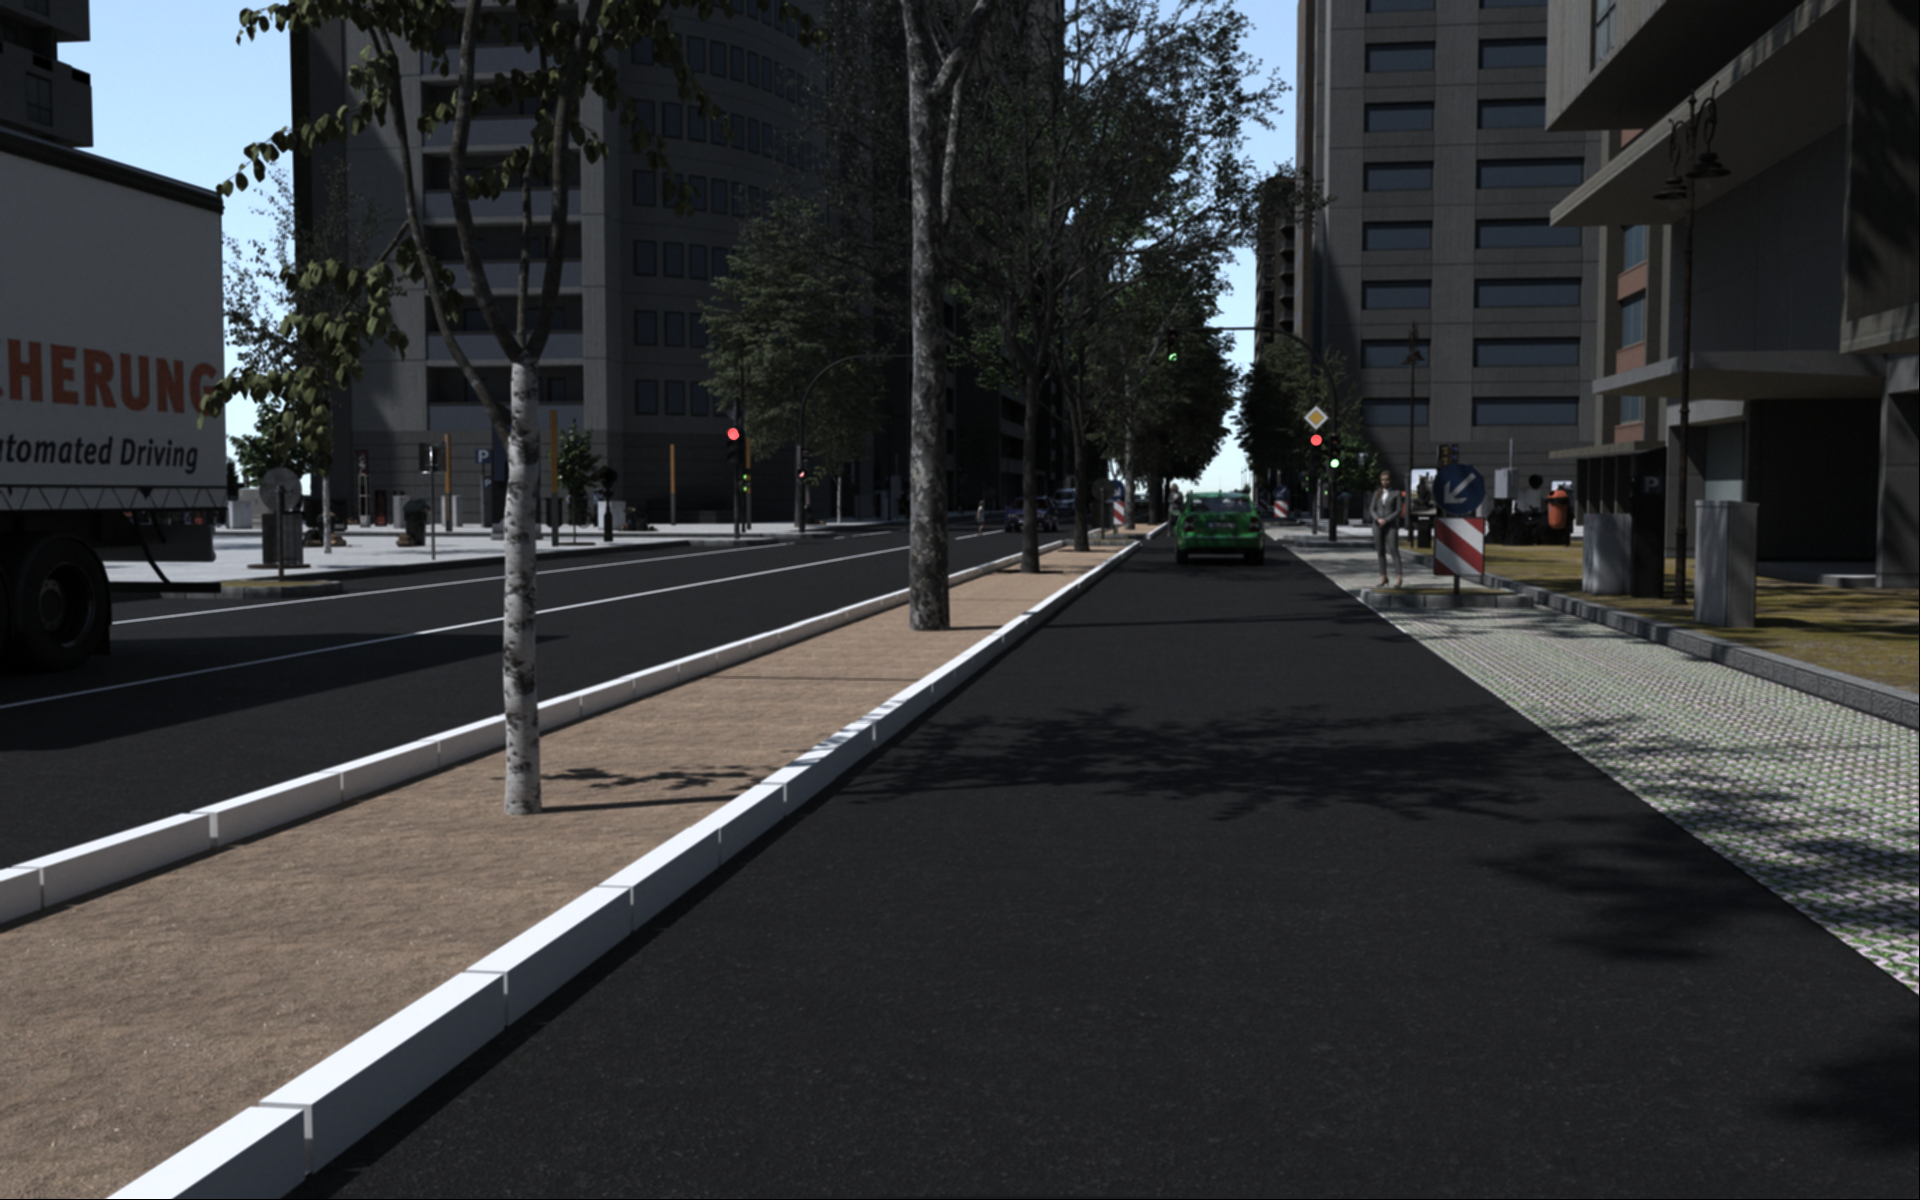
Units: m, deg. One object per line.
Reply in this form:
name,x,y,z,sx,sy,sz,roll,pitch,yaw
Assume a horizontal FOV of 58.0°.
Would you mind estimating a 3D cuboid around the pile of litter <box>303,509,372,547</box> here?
pile of litter,-15.573,-1.739,42.395,1.719,0.858,1.176,1,4,15

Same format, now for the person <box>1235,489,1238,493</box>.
person,20.392,-7.266,127.568,0.850,1.792,0.678,-1,4,-10

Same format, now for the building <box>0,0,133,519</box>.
building,-57.521,-29.882,77.806,27.495,52.752,28.713,1,4,8

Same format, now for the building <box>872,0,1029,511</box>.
building,-6.003,-31.808,143.770,21.300,48.544,21.600,1,4,8

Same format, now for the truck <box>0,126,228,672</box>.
truck,-8.805,-1.339,10.805,2.839,4.237,11.283,0,4,8

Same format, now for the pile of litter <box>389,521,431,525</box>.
pile of litter,-23.089,-3.579,72.484,1.719,0.858,1.176,0,4,-5

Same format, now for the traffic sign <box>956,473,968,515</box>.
traffic sign,0.107,-6.482,106.080,0.768,2.556,0.104,1,4,15

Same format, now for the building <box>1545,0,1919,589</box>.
building,23.331,-26.315,19.491,28.713,52.752,27.495,1,4,8

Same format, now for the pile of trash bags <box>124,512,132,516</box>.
pile of trash bags,-53.017,-6.246,111.871,3.447,1.369,1.912,-1,4,-21

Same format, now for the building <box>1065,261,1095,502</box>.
building,2.922,-34.127,249.865,32.217,40.220,23.993,1,4,8

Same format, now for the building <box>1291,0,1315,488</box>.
building,34.993,-30.145,142.975,14.600,45.320,14.200,1,4,8

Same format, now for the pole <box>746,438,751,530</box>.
pole,-7.641,-4.205,62.598,0.158,3.312,0.155,0,3,0

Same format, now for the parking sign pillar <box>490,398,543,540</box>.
parking sign pillar,-12.472,-3.680,48.642,1.447,3.967,1.447,0,4,-7

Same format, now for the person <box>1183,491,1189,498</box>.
person,24.139,-10.660,183.316,1.217,1.766,0.721,1,4,20

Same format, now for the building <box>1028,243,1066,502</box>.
building,4.503,-26.007,196.916,14.160,30.474,14.107,1,4,8

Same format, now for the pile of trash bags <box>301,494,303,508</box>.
pile of trash bags,-38.352,-5.768,104.054,3.447,1.369,1.912,-3,5,-42

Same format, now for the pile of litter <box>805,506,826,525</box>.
pile of litter,-6.238,-3.594,72.720,1.176,0.858,1.719,-1,4,-17

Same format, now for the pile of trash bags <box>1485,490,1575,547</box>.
pile of trash bags,14.398,-2.047,43.225,1.912,1.369,3.447,0,4,-2

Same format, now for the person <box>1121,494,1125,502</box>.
person,9.686,-5.732,102.028,0.655,1.846,0.447,-2,4,-32

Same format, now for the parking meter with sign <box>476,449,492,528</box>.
parking meter with sign,-18.228,-4.305,66.652,0.543,3.016,1.738,-1,4,-22

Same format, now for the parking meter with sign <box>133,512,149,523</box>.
parking meter with sign,-35.968,-4.929,76.845,0.543,3.016,1.738,1,4,16

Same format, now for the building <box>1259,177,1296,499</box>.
building,51.869,-35.414,233.639,22.147,44.769,28.867,1,4,8

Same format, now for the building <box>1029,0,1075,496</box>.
building,5.197,-48.187,226.104,20.563,71.187,20.611,1,4,8

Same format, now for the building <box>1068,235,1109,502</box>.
building,15.572,-35.716,267.558,14.154,41.232,14.086,1,4,8

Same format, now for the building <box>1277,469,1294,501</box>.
building,40.300,-44.095,159.197,20.563,71.187,20.611,1,4,8

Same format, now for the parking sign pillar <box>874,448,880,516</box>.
parking sign pillar,-4.970,-6.919,101.601,1.447,3.967,1.447,-1,4,-10

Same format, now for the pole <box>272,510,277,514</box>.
pole,-26.287,-4.434,66.340,0.158,3.312,0.155,0,3,0

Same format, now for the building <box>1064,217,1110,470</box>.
building,16.906,-38.617,281.504,14.600,45.320,14.200,1,4,8

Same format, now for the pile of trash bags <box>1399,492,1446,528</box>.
pile of trash bags,17.133,-3.356,64.626,1.912,1.369,3.447,3,4,36

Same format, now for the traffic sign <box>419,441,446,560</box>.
traffic sign,-10.271,-1.933,33.730,0.606,2.300,0.079,1,4,18

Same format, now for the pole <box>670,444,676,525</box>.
pole,-11.797,-4.733,71.228,0.158,3.312,0.155,0,3,0

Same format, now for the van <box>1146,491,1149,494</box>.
van,22.675,-12.116,205.102,2.013,2.044,4.112,0,4,7

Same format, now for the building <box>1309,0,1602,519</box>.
building,31.334,-34.169,100.659,21.231,58.520,28.212,1,4,8

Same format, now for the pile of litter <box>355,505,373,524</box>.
pile of litter,-25.454,-3.606,72.917,1.176,0.858,1.719,3,4,39

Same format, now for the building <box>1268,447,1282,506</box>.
building,45.077,-53.317,184.408,22.319,86.520,31.000,1,4,8

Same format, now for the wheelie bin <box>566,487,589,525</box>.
wheelie bin,-15.622,-3.857,70.963,0.693,1.594,0.980,3,5,44

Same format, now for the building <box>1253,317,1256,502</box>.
building,54.274,-30.996,278.477,14.160,30.474,14.107,1,4,8

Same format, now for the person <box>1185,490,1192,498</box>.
person,22.935,-9.990,171.806,1.348,1.831,0.705,1,4,22

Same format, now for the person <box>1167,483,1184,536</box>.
person,7.339,-3.073,58.925,0.537,1.800,0.526,1,4,16

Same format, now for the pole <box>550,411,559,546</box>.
pole,-9.933,-2.971,42.416,0.158,3.312,0.155,0,3,0

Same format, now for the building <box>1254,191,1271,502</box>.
building,55.261,-38.868,259.190,21.300,48.544,21.600,1,4,8

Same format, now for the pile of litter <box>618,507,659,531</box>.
pile of litter,-11.262,-2.813,59.961,1.719,0.858,1.176,2,4,31

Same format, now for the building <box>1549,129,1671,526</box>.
building,37.680,-25.006,63.479,28.867,44.769,22.147,1,4,8

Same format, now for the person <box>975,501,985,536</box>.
person,0.674,-2.776,58.906,0.382,1.210,0.505,0,4,-4

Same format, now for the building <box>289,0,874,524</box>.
building,-17.370,-33.277,86.082,21.231,58.520,28.212,1,4,8

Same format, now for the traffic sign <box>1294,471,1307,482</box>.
traffic sign,18.956,-5.888,96.369,0.768,2.556,0.104,1,4,12

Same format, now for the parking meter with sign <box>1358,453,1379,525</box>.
parking meter with sign,17.452,-4.719,73.412,0.543,3.016,1.738,3,4,37

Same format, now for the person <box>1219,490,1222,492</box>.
person,23.912,-9.204,159.004,0.705,1.821,1.348,0,4,-4

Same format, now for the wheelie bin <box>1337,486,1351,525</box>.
wheelie bin,15.611,-3.871,71.203,0.980,1.594,0.693,3,4,36

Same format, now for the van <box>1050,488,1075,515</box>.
van,7.258,-6.900,119.819,2.013,2.044,4.112,1,4,9

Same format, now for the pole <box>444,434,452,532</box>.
pole,-17.393,-3.977,58.865,0.158,3.312,0.155,0,3,0

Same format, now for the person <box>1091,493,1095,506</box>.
person,15.573,-11.921,203.043,1.348,1.869,0.705,1,4,10
